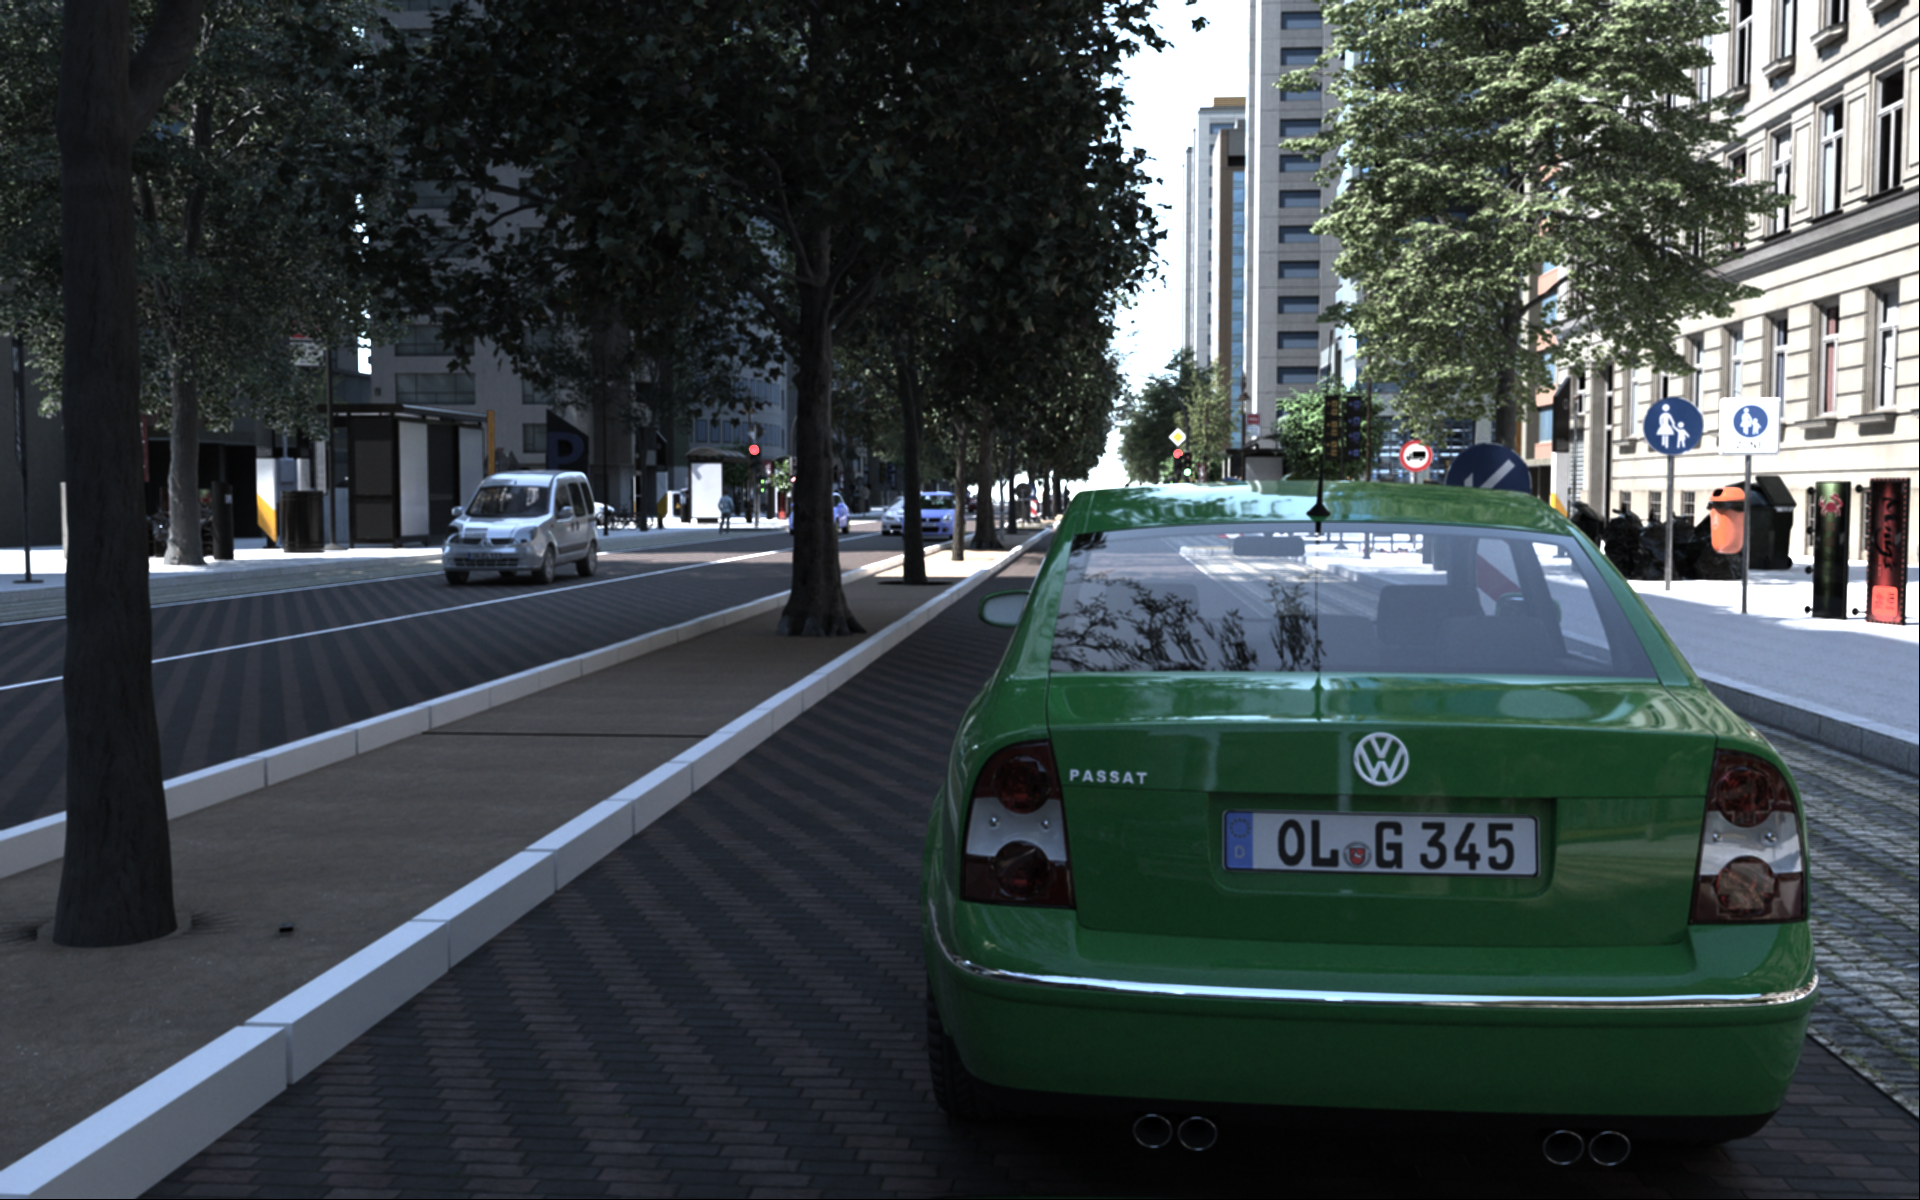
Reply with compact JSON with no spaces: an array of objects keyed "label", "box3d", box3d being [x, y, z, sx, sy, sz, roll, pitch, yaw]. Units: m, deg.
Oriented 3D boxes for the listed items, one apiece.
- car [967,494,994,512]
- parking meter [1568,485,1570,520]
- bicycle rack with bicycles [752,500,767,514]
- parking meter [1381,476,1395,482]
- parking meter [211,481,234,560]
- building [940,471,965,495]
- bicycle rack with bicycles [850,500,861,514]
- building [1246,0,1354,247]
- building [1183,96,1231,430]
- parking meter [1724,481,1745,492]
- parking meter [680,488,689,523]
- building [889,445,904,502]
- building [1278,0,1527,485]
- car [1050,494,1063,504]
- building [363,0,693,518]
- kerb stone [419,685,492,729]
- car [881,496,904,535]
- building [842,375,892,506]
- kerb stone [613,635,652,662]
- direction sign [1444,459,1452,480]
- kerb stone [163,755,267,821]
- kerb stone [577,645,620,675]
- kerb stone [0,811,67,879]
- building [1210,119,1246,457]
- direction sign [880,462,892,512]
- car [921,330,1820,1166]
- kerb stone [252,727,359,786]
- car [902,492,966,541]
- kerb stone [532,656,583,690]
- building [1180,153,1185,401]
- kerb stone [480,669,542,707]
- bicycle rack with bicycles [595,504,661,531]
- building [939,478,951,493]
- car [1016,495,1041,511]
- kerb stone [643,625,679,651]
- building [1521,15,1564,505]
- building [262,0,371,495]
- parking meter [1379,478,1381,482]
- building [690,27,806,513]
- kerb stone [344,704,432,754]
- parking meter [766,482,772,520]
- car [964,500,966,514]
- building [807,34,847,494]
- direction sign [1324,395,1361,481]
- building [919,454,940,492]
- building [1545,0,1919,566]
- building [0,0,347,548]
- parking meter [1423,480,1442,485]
[{"label":"car","box3d":[1.623,-7.775,136.154,2.155,1.783,4.494,0,4,4]},{"label":"parking meter","box3d":[16.926,-2.460,48.632,0.372,1.533,0.369,0,3,0]},{"label":"bicycle rack with bicycles","box3d":[-12.102,-6.065,112.543,2.925,0.926,2.852,1,4,16]},{"label":"parking meter","box3d":[13.761,-3.048,55.539,0.255,1.863,0.399,2,4,26]},{"label":"parking meter","box3d":[-14.361,-1.549,33.738,0.372,1.533,0.369,0,3,0]},{"label":"building","box3d":[-13.315,-27.356,292.315,27.650,21.520,28.899,0,4,5]},{"label":"bicycle rack with bicycles","box3d":[-7.223,-5.931,110.353,2.852,0.926,2.925,1,4,10]},{"label":"building","box3d":[37.210,-37.883,161.384,21.231,58.520,28.212,0,4,5]},{"label":"building","box3d":[45.659,-44.080,262.707,21.231,58.520,28.212,0,4,5]},{"label":"parking meter","box3d":[14.867,-1.521,33.278,0.372,1.533,0.369,0,3,0]},{"label":"parking meter","box3d":[-12.214,-4.180,76.751,0.372,1.533,0.369,0,3,0]},{"label":"building","box3d":[-13.983,-31.622,200.608,14.154,41.232,14.086,0,4,5]},{"label":"building","box3d":[36.840,-49.894,128.431,22.319,86.520,31.000,0,4,5]},{"label":"car","box3d":[11.582,-12.347,210.919,2.155,1.783,4.494,0,4,3]},{"label":"building","box3d":[-23.445,-19.851,96.271,14.160,30.474,14.107,0,4,5]},{"label":"kerb stone","box3d":[-3.221,0.685,10.996,0.120,0.150,1.000,0,4,5]},{"label":"car","box3d":[-1.659,-3.021,61.757,2.083,1.381,4.827,0,4,5]},{"label":"building","box3d":[-22.642,-20.507,180.331,27.650,21.520,28.899,0,4,5]},{"label":"kerb stone","box3d":[-2.893,0.441,15.075,0.120,0.150,1.000,0,4,5]},{"label":"direction sign","box3d":[31.455,-7.276,110.967,0.876,3.537,0.379,0,4,6]},{"label":"kerb stone","box3d":[-3.481,0.873,7.921,0.120,0.150,1.000,0,4,5]},{"label":"kerb stone","box3d":[-2.975,0.504,14.056,0.120,0.150,1.000,0,4,5]},{"label":"kerb stone","box3d":[-3.568,0.935,6.903,0.120,0.150,1.000,0,4,5]},{"label":"building","box3d":[37.451,-34.077,207.271,14.600,45.320,14.200,0,4,5]},{"label":"direction sign","box3d":[-5.244,-7.977,122.413,0.876,3.537,0.379,0,4,3]},{"label":"car","box3d":[0.970,0.216,5.259,1.959,1.807,4.718,0,4,6]},{"label":"kerb stone","box3d":[-3.392,0.811,8.941,0.120,0.150,1.000,0,4,5]},{"label":"car","box3d":[-0.801,-2.723,54.118,1.945,1.707,3.694,0,4,6]},{"label":"kerb stone","box3d":[-3.063,0.560,13.037,0.120,0.150,1.000,0,4,5]},{"label":"building","box3d":[47.624,-45.798,290.801,21.231,58.520,28.212,0,4,5]},{"label":"kerb stone","box3d":[-3.141,0.623,12.015,0.120,0.150,1.000,0,4,5]},{"label":"bicycle rack with bicycles","box3d":[-12.040,-2.966,61.880,2.925,0.926,2.852,-2,4,-29]},{"label":"building","box3d":[-11.972,-50.621,265.896,20.563,71.187,20.611,0,4,5]},{"label":"car","box3d":[5.773,-8.357,145.672,2.155,1.783,4.494,0,4,3]},{"label":"kerb stone","box3d":[-2.812,0.373,16.095,0.120,0.150,1.000,0,4,5]},{"label":"building","box3d":[42.959,-26.561,88.897,28.867,44.769,22.147,0,4,5]},{"label":"building","box3d":[-50.435,-31.114,97.952,27.495,52.752,28.713,0,4,5]},{"label":"parking meter","box3d":[15.696,-3.568,64.046,0.399,1.863,0.255,0,4,7]},{"label":"building","box3d":[-23.741,-35.636,124.643,21.231,58.520,28.212,0,4,5]},{"label":"kerb stone","box3d":[-3.308,0.748,9.967,0.120,0.150,1.000,0,4,5]},{"label":"parking meter","box3d":[-9.494,-4.927,86.263,0.255,1.863,0.399,-1,4,-13]},{"label":"car","box3d":[-0.639,-6.253,114.033,2.131,1.459,4.920,0,4,3]},{"label":"building","box3d":[-18.287,-31.043,157.665,14.600,45.320,14.200,0,4,5]},{"label":"direction sign","box3d":[8.790,-2.927,39.851,0.876,3.537,0.379,-1,4,-11]},{"label":"building","box3d":[-10.602,-29.232,249.642,14.160,30.474,14.107,0,4,5]},{"label":"building","box3d":[25.167,-12.669,40.416,16.112,22.955,30.059,0,4,5]},{"label":"building","box3d":[-34.093,-24.019,47.338,28.867,44.769,22.147,0,4,5]},{"label":"parking meter","box3d":[8.644,-1.421,31.641,0.372,1.533,0.369,0,3,0]}]
